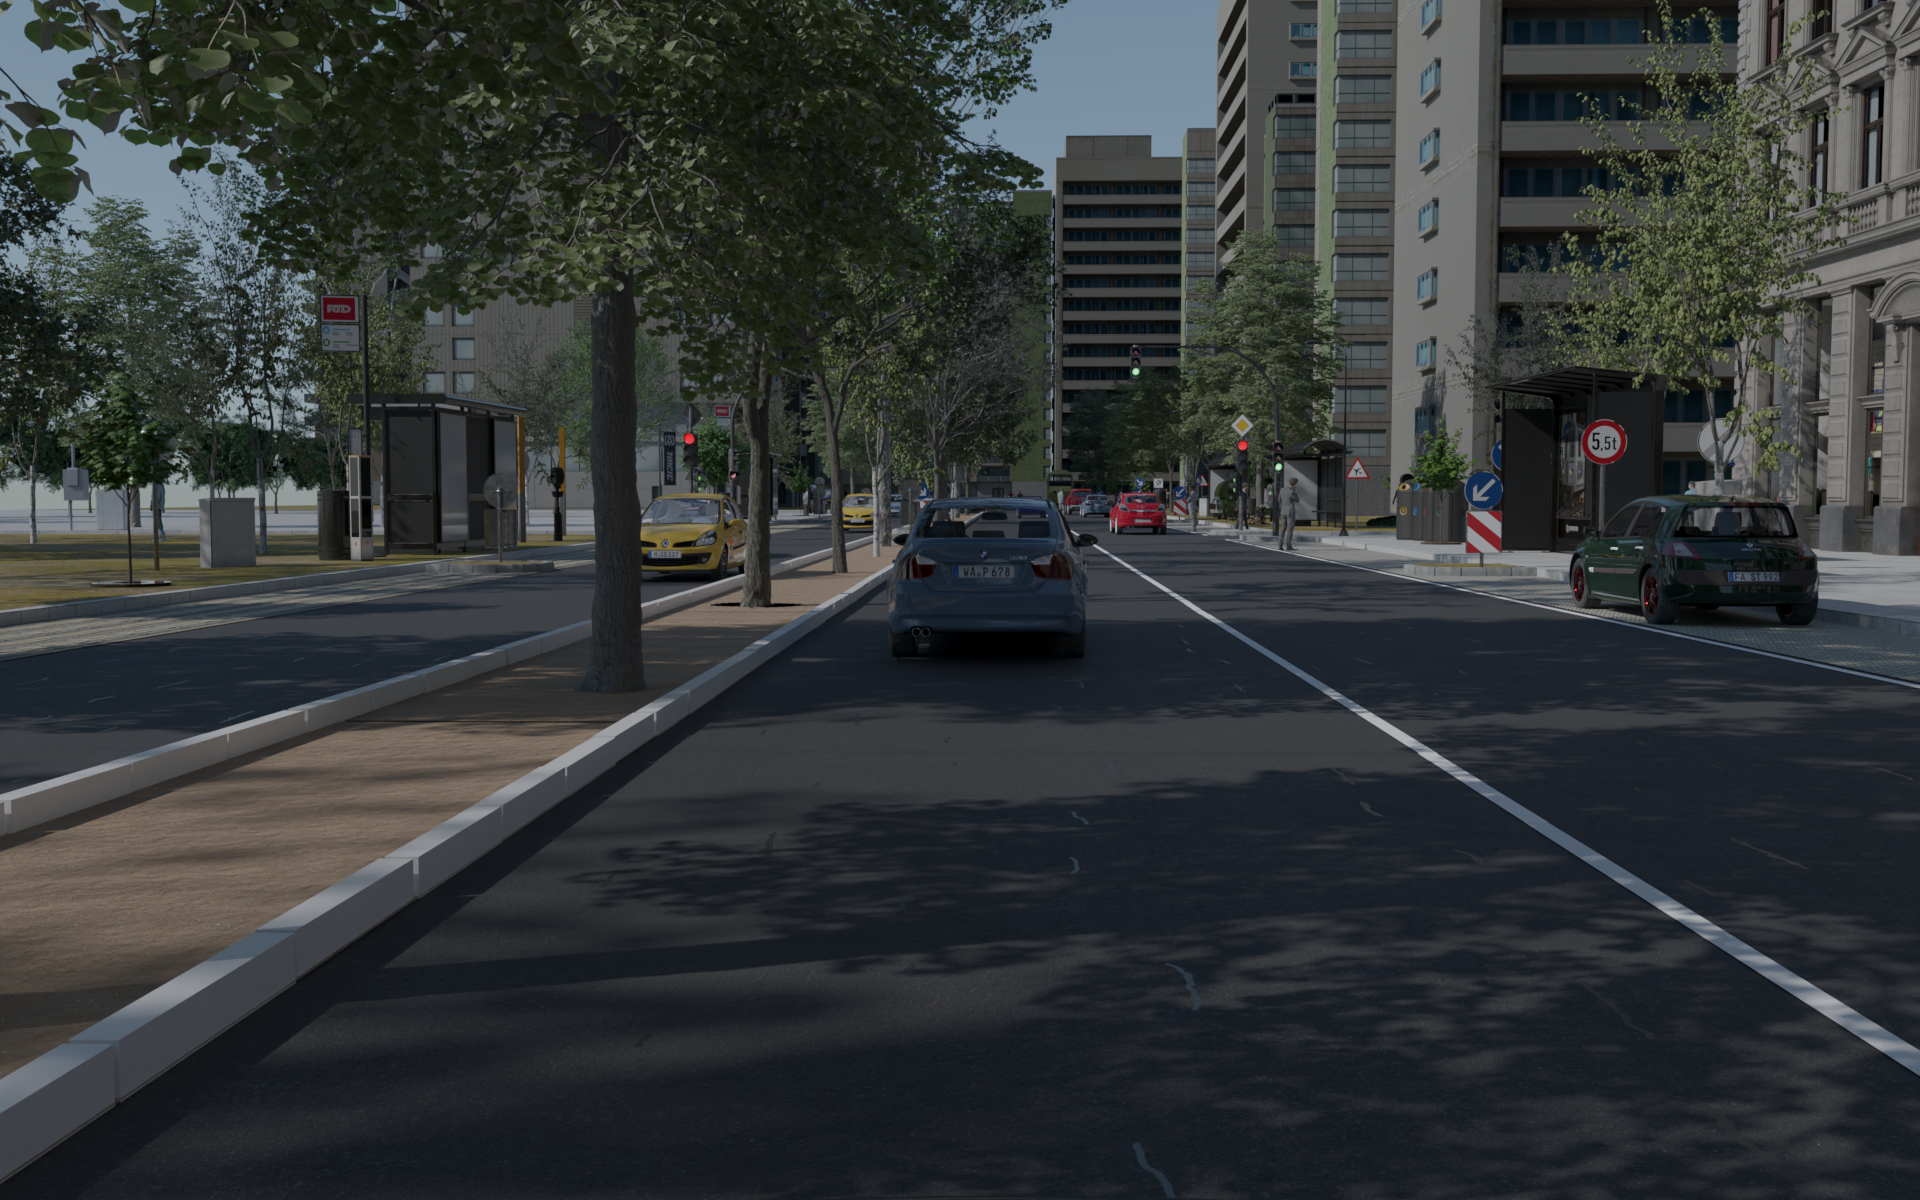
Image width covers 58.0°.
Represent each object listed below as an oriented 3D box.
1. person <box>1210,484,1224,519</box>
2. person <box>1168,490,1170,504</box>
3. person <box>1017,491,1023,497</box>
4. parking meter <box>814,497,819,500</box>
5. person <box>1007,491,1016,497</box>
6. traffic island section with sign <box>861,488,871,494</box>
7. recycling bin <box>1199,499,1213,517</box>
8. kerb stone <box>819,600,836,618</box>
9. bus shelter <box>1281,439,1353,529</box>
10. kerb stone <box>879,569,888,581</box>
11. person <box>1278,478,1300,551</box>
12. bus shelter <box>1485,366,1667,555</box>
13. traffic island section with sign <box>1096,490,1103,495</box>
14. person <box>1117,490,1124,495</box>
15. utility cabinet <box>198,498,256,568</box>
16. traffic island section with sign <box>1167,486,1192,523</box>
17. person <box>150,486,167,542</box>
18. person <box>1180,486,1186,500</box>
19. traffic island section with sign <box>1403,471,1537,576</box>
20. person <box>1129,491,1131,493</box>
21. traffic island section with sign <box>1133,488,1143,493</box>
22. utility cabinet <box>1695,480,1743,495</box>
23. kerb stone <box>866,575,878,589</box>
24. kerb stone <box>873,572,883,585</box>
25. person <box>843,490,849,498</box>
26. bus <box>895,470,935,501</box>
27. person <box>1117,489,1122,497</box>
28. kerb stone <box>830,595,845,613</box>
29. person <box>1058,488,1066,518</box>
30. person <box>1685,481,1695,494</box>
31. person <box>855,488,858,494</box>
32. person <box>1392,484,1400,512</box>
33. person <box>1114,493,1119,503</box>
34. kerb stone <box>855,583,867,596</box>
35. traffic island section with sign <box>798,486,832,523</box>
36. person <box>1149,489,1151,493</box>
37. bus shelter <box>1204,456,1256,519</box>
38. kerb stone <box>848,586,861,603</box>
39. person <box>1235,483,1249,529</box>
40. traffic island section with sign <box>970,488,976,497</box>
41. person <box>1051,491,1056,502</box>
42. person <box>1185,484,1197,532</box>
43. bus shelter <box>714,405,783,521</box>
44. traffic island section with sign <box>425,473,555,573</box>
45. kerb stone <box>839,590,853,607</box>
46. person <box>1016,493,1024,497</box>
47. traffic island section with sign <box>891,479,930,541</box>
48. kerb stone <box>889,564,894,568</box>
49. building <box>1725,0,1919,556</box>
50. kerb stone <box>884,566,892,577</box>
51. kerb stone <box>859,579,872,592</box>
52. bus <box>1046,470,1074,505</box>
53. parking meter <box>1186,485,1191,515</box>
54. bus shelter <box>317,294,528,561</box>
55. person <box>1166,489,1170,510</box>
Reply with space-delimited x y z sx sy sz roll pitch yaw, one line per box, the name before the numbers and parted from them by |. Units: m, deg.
person | 13.093 -4.978 87.552 0.853 1.813 0.709 2 4 34
person | 20.752 -10.104 171.970 0.721 1.735 1.217 2 4 30
person | 6.560 -11.040 189.556 0.990 1.755 0.434 3 5 44
parking meter | -9.256 -6.345 112.146 0.372 1.533 0.369 0 3 0
person | 5.762 -11.411 195.009 1.348 1.831 0.705 -1 4 -18
traffic island section with sign | -6.168 -6.467 114.367 1.989 1.847 2.006 0 4 2
recycling bin | 14.082 -5.248 98.364 0.722 1.027 0.722 -2 4 -27
kerb stone | -1.565 0.139 19.925 0.120 0.150 1.000 0 4 2
bus shelter | 13.486 -4.424 66.261 2.014 3.302 5.546 0 4 2
kerb stone | -1.309 -0.363 28.130 0.120 0.150 1.000 0 4 2
person | 8.328 -2.170 43.793 0.447 1.846 0.655 -2 4 -32
bus shelter | 12.208 -2.661 34.795 1.731 3.624 6.357 0 4 2
traffic island section with sign | 13.066 -9.482 163.654 1.989 1.847 2.006 0 4 2
person | 19.650 -12.537 211.109 1.350 1.814 0.705 0 4 -5
utility cabinet | -12.949 -1.190 30.622 0.306 1.237 1.020 1 4 23
traffic island section with sign | 10.697 -4.716 85.736 1.989 1.847 2.006 0 4 2
person | -21.626 -2.475 46.773 0.793 1.790 0.793 3 5 45
person | 14.571 -6.543 113.210 0.537 1.800 0.526 1 4 10
traffic island section with sign | 9.029 -1.364 30.924 1.989 1.847 2.006 0 4 2
person | 21.359 -12.763 217.104 0.705 1.831 1.348 -2 4 -35
traffic island section with sign | 11.550 -6.447 114.037 1.989 1.847 2.006 0 4 2
utility cabinet | 11.885 -1.134 27.216 0.318 1.500 1.173 0 4 3
kerb stone | -1.375 -0.238 26.079 0.120 0.150 1.000 0 4 2
kerb stone | -1.346 -0.299 27.108 0.120 0.150 1.000 0 4 2
person | -13.163 -11.870 200.127 1.348 1.822 0.705 3 5 41
bus | -3.031 -8.135 127.866 2.948 3.499 13.247 0 4 1
person | 18.230 -11.690 197.166 0.705 1.826 1.348 -1 4 -20
kerb stone | -1.528 0.076 20.955 0.120 0.150 1.000 0 4 2
person | 6.001 -5.726 102.218 0.391 1.810 0.635 -3 4 -36
person | 23.117 -2.836 54.730 0.748 1.841 0.638 -3 5 -42
person | -9.612 -9.323 158.418 1.348 1.831 0.705 3 4 38
person | 20.010 -4.429 78.886 0.576 1.772 0.534 -3 4 -37
person | 15.458 -9.961 172.124 0.991 1.433 0.599 3 5 42
kerb stone | -1.435 -0.104 24.031 0.120 0.150 1.000 0 4 2
traffic island section with sign | -7.009 -4.773 86.668 1.989 1.847 2.006 0 4 2
person | 21.130 -11.435 193.092 0.705 1.812 1.348 2 4 28
bus shelter | 14.239 -5.975 91.617 2.014 3.302 5.546 0 4 2
kerb stone | -1.458 -0.044 23.004 0.120 0.150 1.000 0 4 2
person | 10.434 -3.379 63.522 0.755 1.850 0.659 1 4 11
traffic island section with sign | 0.927 -7.835 136.240 2.006 1.907 1.989 0 4 2
person | 8.049 -8.555 149.096 0.721 1.735 1.217 -1 4 -12
person | 8.716 -3.470 65.410 0.466 1.800 0.511 1 4 11
bus shelter | -9.905 -6.299 80.625 2.179 5.291 8.768 0 4 2
traffic island section with sign | -8.653 -1.441 32.182 1.989 1.847 2.006 0 4 2
kerb stone | -1.493 0.013 21.977 0.120 0.150 1.000 0 4 2
person | 7.138 -12.030 205.192 1.348 1.823 0.705 0 4 0
traffic island section with sign | -1.576 -2.789 53.733 2.006 1.907 1.989 0 4 2
kerb stone | -1.244 -0.488 30.178 0.120 0.150 1.000 0 4 2
building | 24.157 -12.561 34.255 11.050 23.489 19.941 0 4 2
kerb stone | -1.275 -0.425 29.152 0.120 0.150 1.000 0 4 2
kerb stone | -1.409 -0.171 25.052 0.120 0.150 1.000 0 4 2
bus | 10.170 -11.295 176.221 2.896 3.916 12.252 0 4 3
parking meter | 14.098 -6.173 106.637 0.399 1.863 0.255 -1 4 -12
bus shelter | -11.682 -3.665 37.550 2.179 5.291 8.768 0 4 2
person | 16.778 -8.202 140.941 1.217 1.735 0.721 2 4 35
